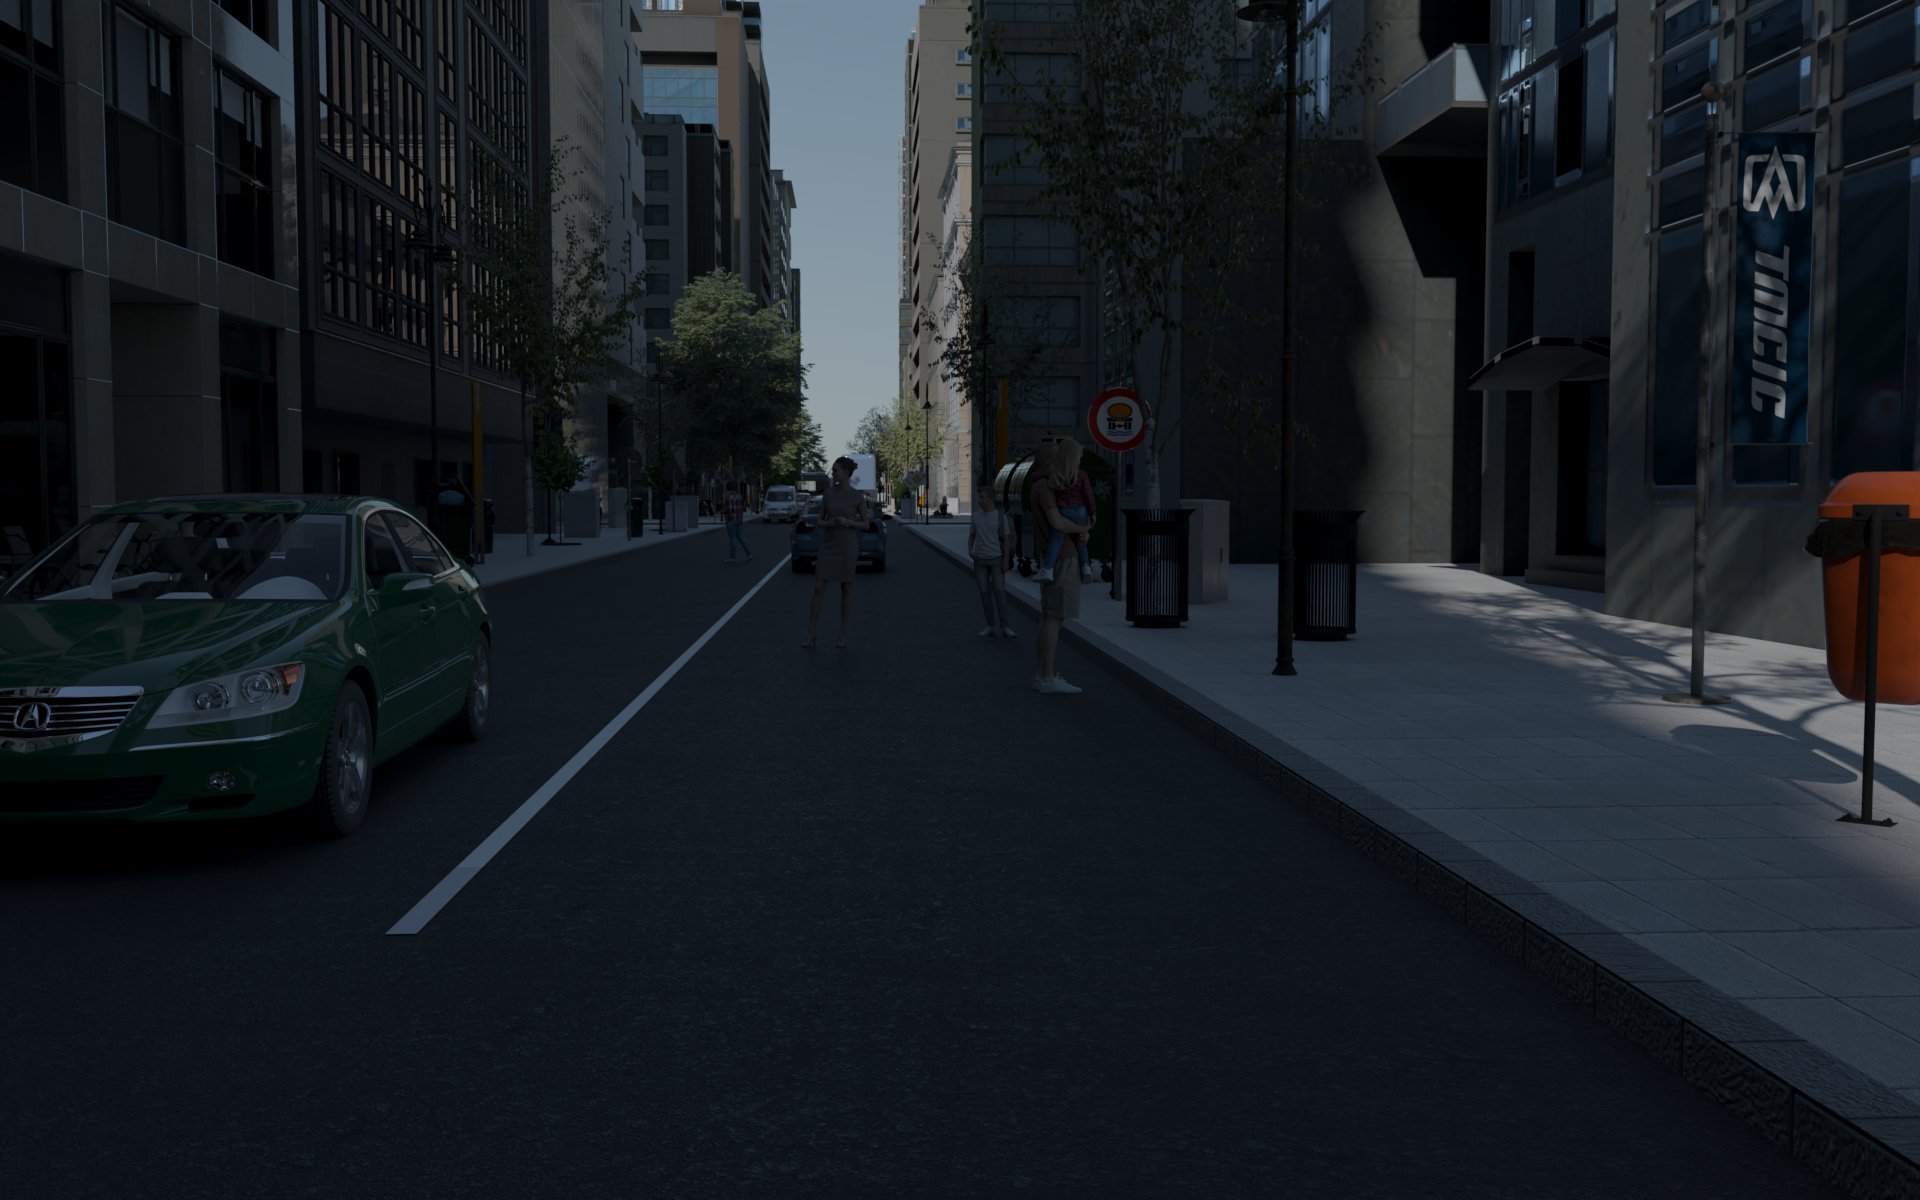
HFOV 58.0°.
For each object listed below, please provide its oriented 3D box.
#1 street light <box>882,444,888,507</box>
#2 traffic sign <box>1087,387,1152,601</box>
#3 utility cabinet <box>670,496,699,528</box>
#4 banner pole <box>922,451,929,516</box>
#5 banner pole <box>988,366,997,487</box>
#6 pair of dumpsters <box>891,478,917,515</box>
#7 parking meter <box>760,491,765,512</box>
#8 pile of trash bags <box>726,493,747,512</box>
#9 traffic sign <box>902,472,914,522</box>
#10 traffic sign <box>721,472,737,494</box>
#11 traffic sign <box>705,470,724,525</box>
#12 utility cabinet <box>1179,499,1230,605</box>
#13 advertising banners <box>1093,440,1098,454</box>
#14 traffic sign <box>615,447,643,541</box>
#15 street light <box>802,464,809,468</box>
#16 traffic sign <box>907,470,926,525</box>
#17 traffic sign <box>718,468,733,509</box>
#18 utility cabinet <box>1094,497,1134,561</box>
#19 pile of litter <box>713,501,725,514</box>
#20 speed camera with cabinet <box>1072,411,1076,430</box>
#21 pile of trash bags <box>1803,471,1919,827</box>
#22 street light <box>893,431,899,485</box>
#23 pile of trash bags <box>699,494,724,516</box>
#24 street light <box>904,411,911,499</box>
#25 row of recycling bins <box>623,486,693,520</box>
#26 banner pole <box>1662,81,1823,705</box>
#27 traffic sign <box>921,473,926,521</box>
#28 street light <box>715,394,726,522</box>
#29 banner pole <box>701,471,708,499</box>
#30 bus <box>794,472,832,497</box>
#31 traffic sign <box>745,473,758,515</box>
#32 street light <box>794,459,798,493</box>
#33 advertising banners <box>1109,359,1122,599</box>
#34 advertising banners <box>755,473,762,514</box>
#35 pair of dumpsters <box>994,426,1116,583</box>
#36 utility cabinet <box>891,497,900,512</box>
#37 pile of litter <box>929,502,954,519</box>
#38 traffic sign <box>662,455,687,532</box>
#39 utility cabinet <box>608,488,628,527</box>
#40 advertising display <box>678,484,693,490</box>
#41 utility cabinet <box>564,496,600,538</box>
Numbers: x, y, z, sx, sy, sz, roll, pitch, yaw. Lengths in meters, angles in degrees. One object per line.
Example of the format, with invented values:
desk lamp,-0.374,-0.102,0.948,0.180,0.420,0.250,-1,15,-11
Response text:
street light,-6.405,-11.062,153.653,0.468,5.910,1.993,0,4,-4
traffic sign,1.903,-1.261,20.729,0.768,2.556,0.104,0,4,1
utility cabinet,-10.408,-3.322,65.469,1.020,1.237,0.306,0,4,4
banner pole,-2.002,-6.833,101.732,0.401,3.779,0.863,2,4,27
banner pole,0.653,-2.703,34.217,0.401,3.779,0.863,1,4,12
pair of dumpsters,-3.348,-6.288,105.296,1.574,2.255,4.437,0,4,-4
parking meter,-14.214,-7.121,124.836,0.372,1.533,0.369,0,3,0
pile of trash bags,-15.953,-6.784,120.668,1.912,1.369,3.447,0,4,4
traffic sign,-2.262,-4.635,79.423,0.795,2.450,0.064,0,4,-4
traffic sign,-10.542,-4.605,78.935,0.795,2.450,0.064,0,4,-4
traffic sign,-10.050,-4.118,70.965,0.795,2.450,0.064,0,4,-4
utility cabinet,2.908,-0.572,20.517,0.306,1.237,1.020,2,4,26
advertising banners,4.005,-3.504,53.477,0.090,3.025,2.074,-1,4,-8
traffic sign,-9.019,-2.880,47.195,0.768,2.556,0.104,0,4,1
street light,-19.344,-14.800,214.769,0.468,5.910,1.993,0,4,-4
traffic sign,-1.771,-4.147,71.453,0.795,2.450,0.064,0,4,-4
traffic sign,-11.424,-5.147,84.261,0.768,2.556,0.104,0,4,-2
utility cabinet,2.979,-1.374,33.635,0.306,1.237,1.020,3,4,37
pile of litter,-15.157,-5.854,109.685,1.719,0.858,1.176,0,4,6
speed camera with cabinet,2.105,-2.862,41.133,2.038,3.252,0.660,-1,4,-14
pile of trash bags,4.735,0.233,5.948,3.447,1.369,1.912,3,5,42
street light,-4.606,-9.274,124.415,0.468,5.910,1.993,0,4,-4
pile of trash bags,-15.848,-5.566,100.753,3.447,1.369,1.912,2,4,29
street light,-2.855,-7.483,95.126,0.468,5.910,1.993,0,4,-4
row of recycling bins,-15.124,-4.932,87.750,3.534,1.692,1.069,-3,5,-43
banner pole,4.795,-1.259,10.606,0.863,3.779,0.401,0,4,2
traffic sign,-1.787,-4.821,80.949,0.606,2.300,0.079,0,4,0
street light,-11.012,-6.552,79.918,0.468,5.910,1.993,0,4,-4
banner pole,-16.491,-7.453,111.870,0.401,3.779,0.863,2,4,28
bus,-12.005,-8.985,141.764,2.948,3.499,13.247,0,4,-5
traffic sign,-12.834,-6.517,106.661,0.768,2.556,0.104,0,4,0
street light,-17.514,-12.982,185.046,0.468,5.910,1.993,0,4,-4
advertising banners,1.991,-1.576,21.956,0.090,3.025,2.074,0,4,8
advertising banners,-13.057,-7.112,112.466,0.090,3.025,2.074,0,4,7
pair of dumpsters,1.482,-1.502,27.057,1.574,2.255,4.437,0,4,-4
utility cabinet,-4.311,-6.763,121.734,1.020,1.237,0.306,1,4,14
pile of litter,-0.849,-4.722,91.165,1.719,0.858,1.176,1,4,20
traffic sign,-9.616,-3.557,58.166,0.884,2.594,0.081,0,4,4
utility cabinet,-13.080,-3.523,66.285,0.318,1.500,1.173,1,4,12
advertising display,-17.699,-6.519,111.803,0.974,1.923,0.123,1,4,12
utility cabinet,-11.148,-2.442,51.080,1.020,1.237,0.306,1,4,14
